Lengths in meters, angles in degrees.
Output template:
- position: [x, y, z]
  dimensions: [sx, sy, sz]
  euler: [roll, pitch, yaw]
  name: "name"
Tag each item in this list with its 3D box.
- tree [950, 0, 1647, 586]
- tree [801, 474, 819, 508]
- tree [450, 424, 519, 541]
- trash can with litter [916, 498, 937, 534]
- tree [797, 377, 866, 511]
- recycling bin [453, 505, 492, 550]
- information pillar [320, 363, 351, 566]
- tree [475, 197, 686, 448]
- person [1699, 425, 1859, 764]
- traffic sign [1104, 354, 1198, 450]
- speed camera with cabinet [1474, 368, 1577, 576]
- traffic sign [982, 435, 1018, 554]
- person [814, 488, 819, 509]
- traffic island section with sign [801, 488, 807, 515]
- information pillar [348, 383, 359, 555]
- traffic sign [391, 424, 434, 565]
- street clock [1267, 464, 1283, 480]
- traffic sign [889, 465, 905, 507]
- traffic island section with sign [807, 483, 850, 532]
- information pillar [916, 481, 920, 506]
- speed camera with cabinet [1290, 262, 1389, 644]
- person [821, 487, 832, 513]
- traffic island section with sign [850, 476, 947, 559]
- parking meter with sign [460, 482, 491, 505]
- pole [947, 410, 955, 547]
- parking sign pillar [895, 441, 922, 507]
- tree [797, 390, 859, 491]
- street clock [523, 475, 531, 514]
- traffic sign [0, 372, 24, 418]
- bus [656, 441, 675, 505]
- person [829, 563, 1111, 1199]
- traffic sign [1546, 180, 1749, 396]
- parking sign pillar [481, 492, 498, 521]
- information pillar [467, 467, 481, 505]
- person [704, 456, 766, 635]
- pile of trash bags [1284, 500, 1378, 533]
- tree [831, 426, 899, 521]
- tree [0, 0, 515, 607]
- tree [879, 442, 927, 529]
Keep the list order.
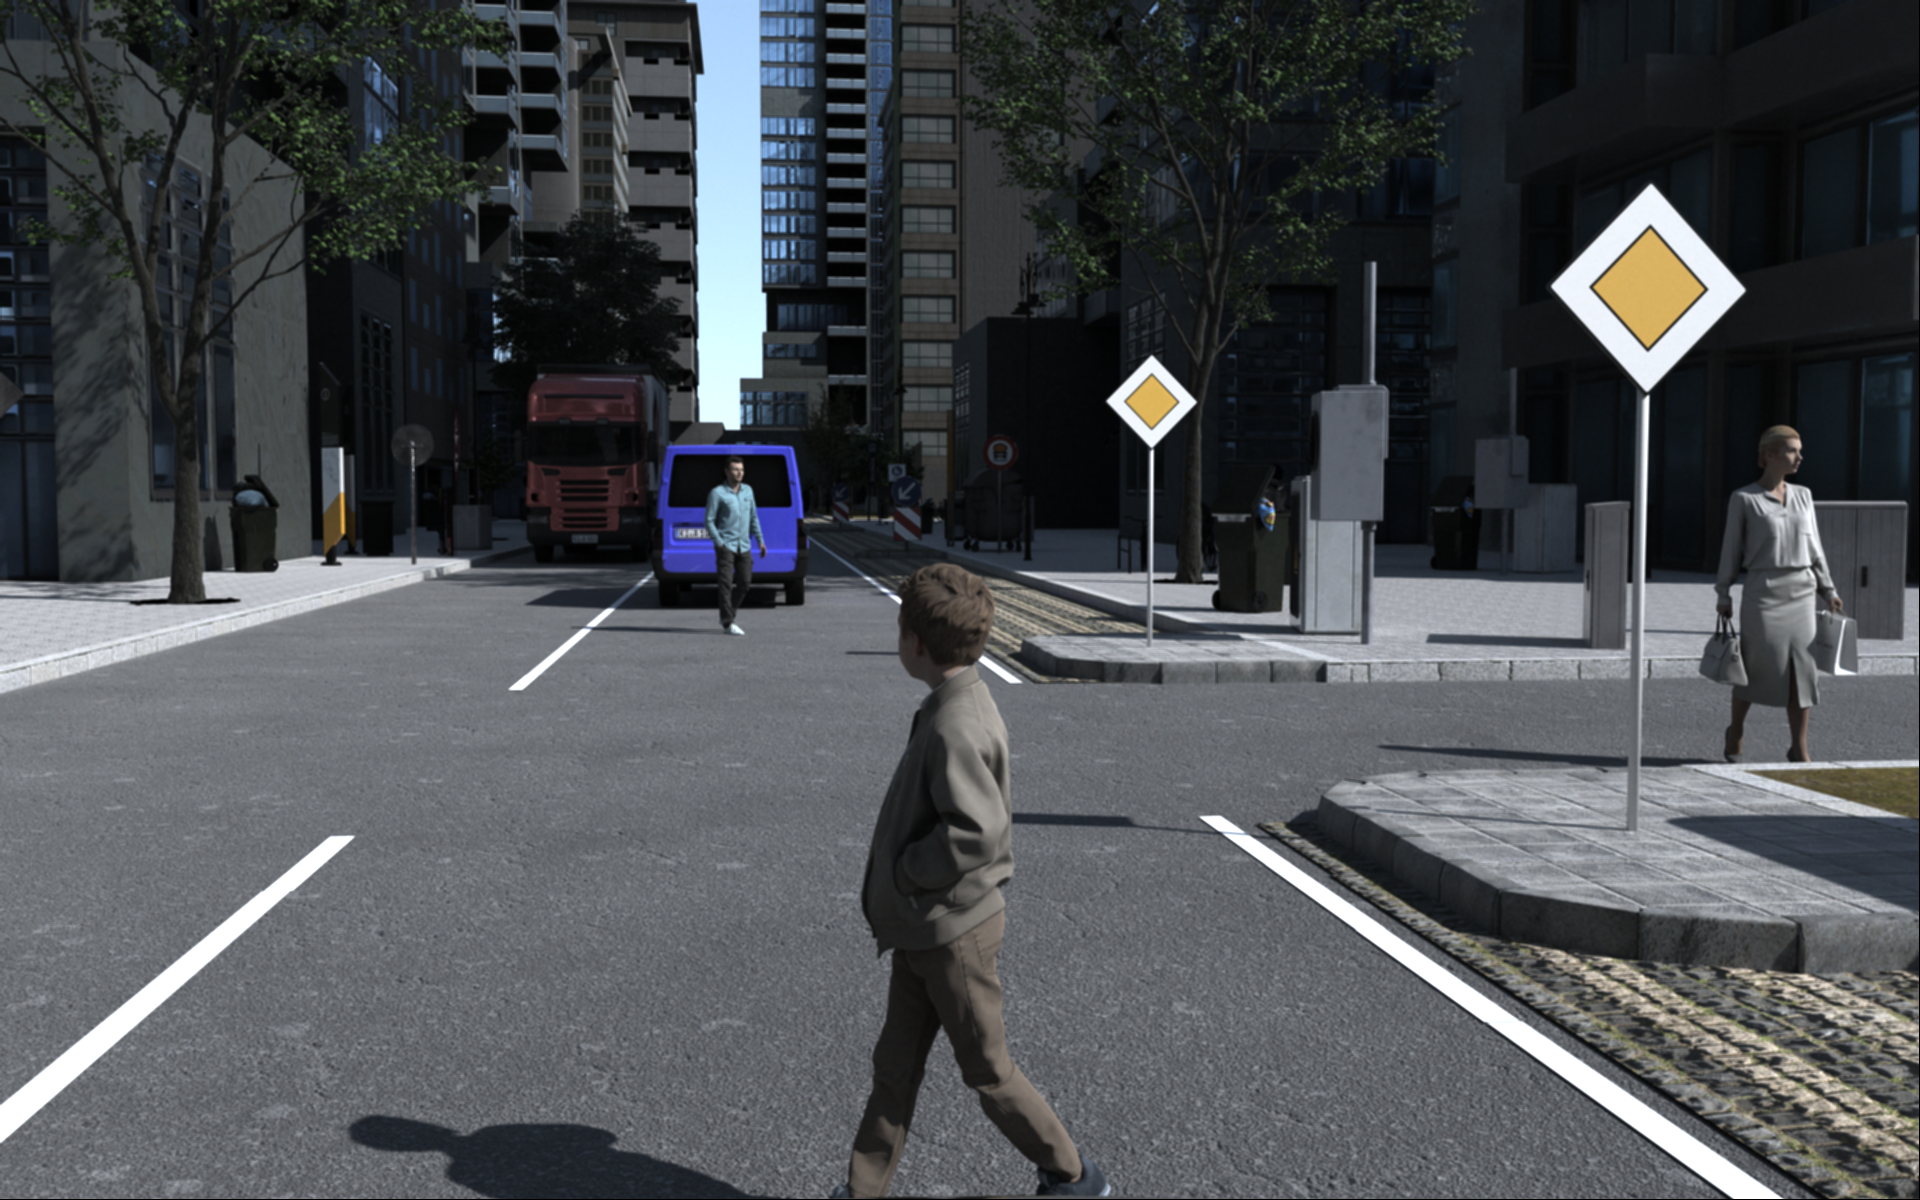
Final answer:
- position: [3.456, -6.037, 24.464]
  dimensions: [9.928, 11.665, 9.643]
  euler: [0, 3, 0]
  name: "tree"
- position: [-14.154, -10.450, 165.452]
  dimensions: [1.663, 3.219, 1.824]
  euler: [0, 3, 0]
  name: "tree"
- position: [-12.969, -3.269, 48.053]
  dimensions: [1.663, 3.219, 1.824]
  euler: [0, 3, 0]
  name: "tree"
- position: [-1.311, -2.705, 55.618]
  dimensions: [1.055, 1.170, 0.624]
  euler: [-2, 4, -25]
  name: "trash can with litter"
- position: [-7.913, -9.676, 108.560]
  dimensions: [4.737, 8.622, 4.395]
  euler: [0, 3, 0]
  name: "tree"
- position: [-11.231, -1.666, 39.795]
  dimensions: [0.722, 1.027, 0.722]
  euler: [1, 4, 10]
  name: "recycling bin"
- position: [-11.224, -2.422, 30.957]
  dimensions: [0.504, 3.616, 0.183]
  euler: [2, 4, 30]
  name: "information pillar"
- position: [-16.505, -10.353, 75.933]
  dimensions: [9.857, 13.997, 8.962]
  euler: [0, 3, 0]
  name: "tree"
- position: [4.226, -0.006, 8.949]
  dimensions: [0.694, 1.780, 0.624]
  euler: [1, 4, 10]
  name: "person"
- position: [1.612, -0.749, 14.439]
  dimensions: [0.795, 2.593, 0.064]
  euler: [0, 4, -7]
  name: "traffic sign"
- position: [9.106, -2.048, 27.823]
  dimensions: [2.038, 3.252, 0.660]
  euler: [-3, 4, -38]
  name: "speed camera with cabinet"
- position: [0.857, -2.275, 37.300]
  dimensions: [0.768, 2.556, 0.104]
  euler: [0, 4, -6]
  name: "traffic sign"
- position: [-12.279, -8.684, 148.036]
  dimensions: [0.705, 1.824, 1.348]
  euler: [1, 4, 9]
  name: "person"
- position: [-10.860, -6.569, 116.035]
  dimensions: [1.989, 1.847, 2.006]
  euler: [0, 4, -7]
  name: "traffic island section with sign"
- position: [-13.001, -2.780, 36.807]
  dimensions: [0.183, 3.616, 0.504]
  euler: [-3, 5, -42]
  name: "information pillar"
- position: [-9.954, -1.920, 31.496]
  dimensions: [0.768, 2.556, 0.104]
  euler: [0, 4, -1]
  name: "traffic sign"
- position: [7.457, -2.253, 41.404]
  dimensions: [0.471, 2.002, 0.358]
  euler: [-1, 4, -14]
  name: "street clock"
- position: [-2.139, -3.474, 58.937]
  dimensions: [0.606, 2.300, 0.079]
  euler: [0, 4, 1]
  name: "traffic sign"
- position: [-4.677, -3.496, 65.786]
  dimensions: [1.989, 1.847, 2.006]
  euler: [0, 4, -7]
  name: "traffic island section with sign"
- position: [-2.089, -4.821, 83.321]
  dimensions: [0.304, 2.012, 0.304]
  euler: [0, 4, -3]
  name: "information pillar"
- position: [3.369, -1.299, 15.569]
  dimensions: [0.660, 3.252, 2.038]
  euler: [0, 4, 5]
  name: "speed camera with cabinet"
- position: [-8.964, -6.705, 116.393]
  dimensions: [0.721, 1.735, 1.217]
  euler: [-3, 4, -36]
  name: "person"
- position: [-1.366, -1.854, 38.941]
  dimensions: [1.989, 1.847, 2.006]
  euler: [0, 4, -7]
  name: "traffic island section with sign"
- position: [-24.102, -5.470, 85.698]
  dimensions: [1.738, 3.016, 0.543]
  euler: [0, 4, -1]
  name: "parking meter with sign"
- position: [-0.224, -2.955, 42.152]
  dimensions: [0.158, 3.312, 0.155]
  euler: [0, 3, 0]
  name: "pole"
- position: [-2.611, -6.090, 88.042]
  dimensions: [1.447, 3.967, 1.447]
  euler: [-1, 4, -15]
  name: "parking sign pillar"
- position: [-9.106, -10.480, 121.707]
  dimensions: [4.360, 8.622, 3.978]
  euler: [0, 3, 0]
  name: "tree"
- position: [-16.134, -3.693, 64.950]
  dimensions: [0.471, 2.002, 0.358]
  euler: [-1, 4, -9]
  name: "street clock"
- position: [-7.615, -0.681, 13.328]
  dimensions: [0.795, 2.593, 0.064]
  euler: [0, 4, -7]
  name: "traffic sign"
- position: [-10.312, -3.623, 54.093]
  dimensions: [2.948, 3.499, 13.247]
  euler: [0, 4, -6]
  name: "bus"
- position: [-0.019, 0.583, 3.248]
  dimensions: [0.640, 1.303, 0.475]
  euler: [-1, 4, -17]
  name: "person"
- position: [2.587, -0.264, 6.514]
  dimensions: [0.795, 2.593, 0.064]
  euler: [0, 4, -7]
  name: "traffic sign"
- position: [-22.723, -5.738, 82.296]
  dimensions: [1.447, 3.967, 1.447]
  euler: [0, 4, -2]
  name: "parking sign pillar"
- position: [-13.042, -2.569, 46.503]
  dimensions: [0.304, 2.012, 0.304]
  euler: [0, 4, -7]
  name: "information pillar"
- position: [-2.354, -0.570, 17.835]
  dimensions: [0.620, 1.820, 0.660]
  euler: [3, 5, 42]
  name: "person"
- position: [7.178, -1.593, 35.793]
  dimensions: [3.447, 1.369, 1.912]
  euler: [-1, 4, -21]
  name: "pile of trash bags"
- position: [-4.444, -6.054, 82.704]
  dimensions: [4.285, 4.588, 4.351]
  euler: [0, 3, 0]
  name: "tree"
- position: [-9.066, -5.752, 19.801]
  dimensions: [9.928, 11.665, 9.643]
  euler: [0, 3, 0]
  name: "tree"
- position: [-1.942, -4.242, 63.950]
  dimensions: [1.663, 3.219, 1.824]
  euler: [0, 3, 0]
  name: "tree"
